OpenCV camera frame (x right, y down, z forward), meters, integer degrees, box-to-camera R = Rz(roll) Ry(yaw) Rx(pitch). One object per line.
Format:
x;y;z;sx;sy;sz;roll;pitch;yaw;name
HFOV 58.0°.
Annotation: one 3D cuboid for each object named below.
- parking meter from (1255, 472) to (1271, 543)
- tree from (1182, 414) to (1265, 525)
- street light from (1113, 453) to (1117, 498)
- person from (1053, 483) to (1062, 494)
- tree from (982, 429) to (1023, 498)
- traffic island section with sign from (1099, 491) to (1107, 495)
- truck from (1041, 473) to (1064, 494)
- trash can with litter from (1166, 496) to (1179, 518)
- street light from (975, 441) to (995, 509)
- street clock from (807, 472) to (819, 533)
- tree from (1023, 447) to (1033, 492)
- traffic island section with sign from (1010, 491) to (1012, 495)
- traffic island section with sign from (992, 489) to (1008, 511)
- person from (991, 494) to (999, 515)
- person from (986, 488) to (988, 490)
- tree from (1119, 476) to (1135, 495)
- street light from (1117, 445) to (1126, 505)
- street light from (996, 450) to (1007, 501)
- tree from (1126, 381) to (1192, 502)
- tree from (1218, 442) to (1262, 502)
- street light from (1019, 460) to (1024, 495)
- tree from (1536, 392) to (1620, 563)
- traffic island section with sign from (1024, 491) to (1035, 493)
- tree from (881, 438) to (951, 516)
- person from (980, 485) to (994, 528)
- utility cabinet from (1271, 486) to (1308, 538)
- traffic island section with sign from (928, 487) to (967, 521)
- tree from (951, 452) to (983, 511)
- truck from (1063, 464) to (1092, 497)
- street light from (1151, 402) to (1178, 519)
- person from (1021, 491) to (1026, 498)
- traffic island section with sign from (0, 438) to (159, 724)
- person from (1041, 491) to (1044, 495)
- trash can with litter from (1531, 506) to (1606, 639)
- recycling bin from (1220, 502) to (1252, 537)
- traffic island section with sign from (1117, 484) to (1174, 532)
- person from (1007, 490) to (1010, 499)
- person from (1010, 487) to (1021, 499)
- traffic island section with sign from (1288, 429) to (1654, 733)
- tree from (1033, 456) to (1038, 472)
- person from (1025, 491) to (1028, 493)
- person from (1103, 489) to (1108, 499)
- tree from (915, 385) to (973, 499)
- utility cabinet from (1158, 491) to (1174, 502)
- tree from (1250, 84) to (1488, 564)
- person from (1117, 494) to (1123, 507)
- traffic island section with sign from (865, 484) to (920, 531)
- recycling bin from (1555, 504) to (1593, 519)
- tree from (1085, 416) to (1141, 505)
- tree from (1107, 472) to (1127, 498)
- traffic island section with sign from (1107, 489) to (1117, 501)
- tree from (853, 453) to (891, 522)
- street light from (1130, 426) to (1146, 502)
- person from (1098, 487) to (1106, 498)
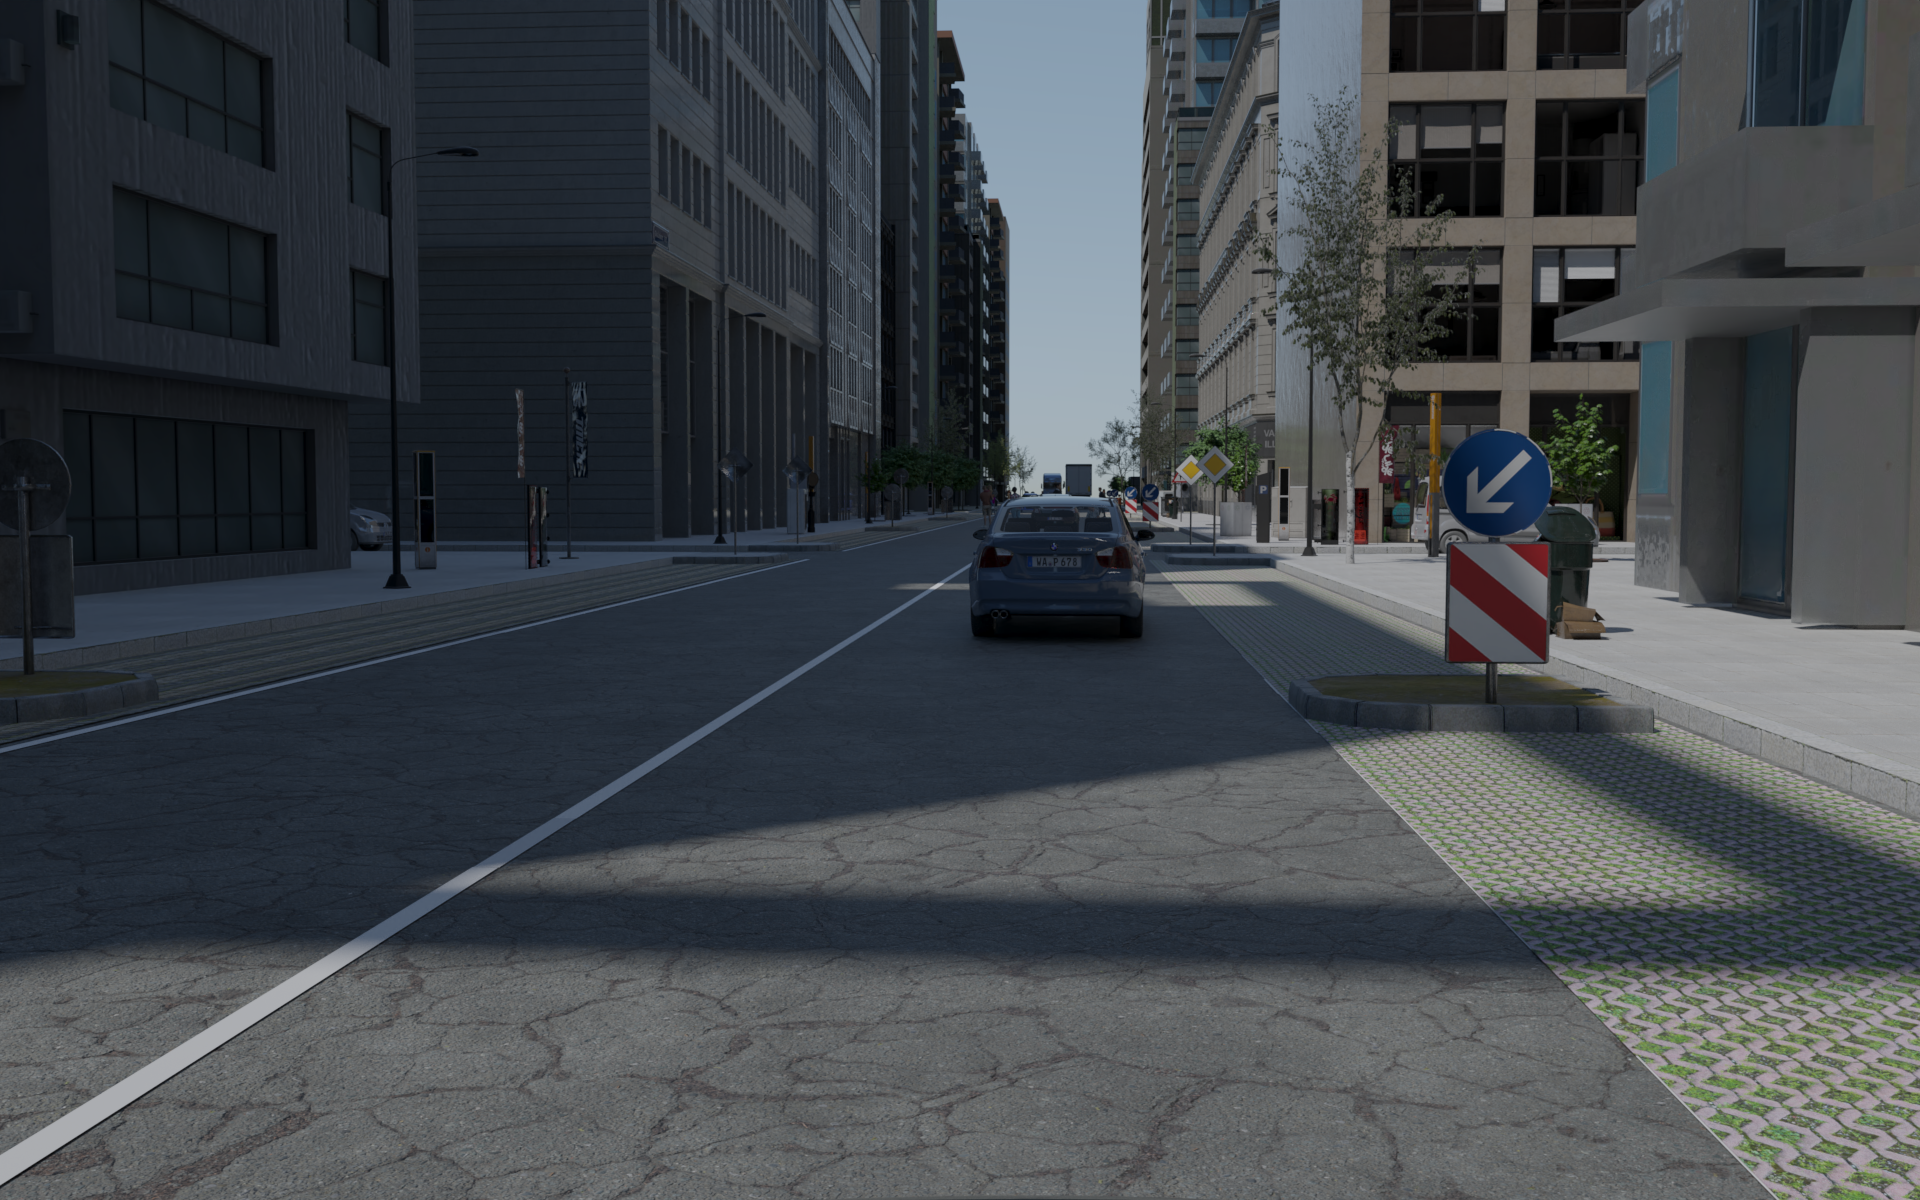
7.929;-2.427;45.395;0.399;1.863;0.255;1;4;10;parking meter
10.843;-5.369;71.504;4.285;4.588;4.351;0;3;0;tree
18.055;-13.606;194.998;1.470;5.913;1.316;0;4;4;street light
4.174;-3.950;72.449;0.474;1.900;0.648;-3;4;-37;person
3.973;-14.930;194.465;4.737;8.622;4.395;0;3;0;tree
12.621;-8.209;142.844;1.989;1.847;2.006;0;4;4;traffic island section with sign
12.103;-14.647;229.238;2.967;4.110;18.799;0;4;2;truck
11.280;-4.965;92.567;0.624;1.170;1.055;-1;4;-17;trash can with litter
2.047;-10.974;151.962;1.470;5.913;1.316;0;4;4;street light
-4.958;-3.247;57.652;0.471;2.002;0.358;-3;5;-40;street clock
5.813;-16.016;212.224;4.737;8.622;4.395;0;3;0;tree
4.844;-9.935;171.063;1.989;1.847;2.006;0;4;4;traffic island section with sign
2.865;-8.245;143.441;1.989;1.847;2.006;0;4;4;traffic island section with sign
2.289;-6.682;120.970;0.991;1.433;0.599;1;4;22;person
1.877;-6.583;116.155;0.581;1.822;0.654;1;4;14;person
18.152;-11.700;185.888;1.663;3.219;1.824;0;3;0;tree
15.970;-11.745;164.568;1.470;5.913;1.316;0;4;4;street light
4.202;-12.835;182.388;1.470;5.913;1.316;0;4;4;street light
12.799;-9.893;112.113;4.360;8.622;3.978;0;3;0;tree
10.292;-4.297;64.855;1.663;3.219;1.824;0;3;0;tree
8.016;-16.075;235.366;1.470;5.913;1.316;0;4;4;street light
11.845;-2.346;32.957;1.663;3.219;1.824;0;3;0;tree
10.695;-14.932;252.771;1.989;1.847;2.006;0;4;4;traffic island section with sign
-3.194;-7.137;100.407;4.285;4.588;4.351;0;3;0;tree
1.176;-3.987;73.661;0.573;1.828;0.580;3;5;39;person
9.642;-2.556;50.471;1.173;1.500;0.318;3;5;45;utility cabinet
-0.664;-5.230;94.135;1.989;1.847;2.006;0;4;4;traffic island section with sign
-1.650;-7.909;113.018;4.285;4.588;4.351;0;3;0;tree
11.330;-10.837;166.099;2.839;4.237;11.283;0;4;3;truck
10.371;-7.055;87.890;1.470;5.913;1.316;0;4;4;street light
6.553;-10.018;173.026;1.217;1.736;0.721;1;4;12;person
-6.571;-0.179;11.555;1.989;1.847;2.006;0;4;4;traffic island section with sign
8.496;-10.308;177.590;0.434;1.755;0.990;2;4;29;person
5.576;-0.262;15.669;0.624;1.170;1.055;0;4;-1;trash can with litter
8.380;-2.450;52.605;0.722;1.027;0.722;-2;4;-24;recycling bin
7.108;-3.501;65.868;1.989;1.847;2.006;0;4;4;traffic island section with sign
3.661;-7.162;126.308;0.721;1.735;1.217;0;4;-7;person
2.176;-3.542;67.254;0.563;1.720;0.643;-2;4;-35;person
3.210;-0.164;11.307;1.989;1.847;2.006;0;4;4;traffic island section with sign
9.204;-18.730;256.589;4.737;8.622;4.395;0;3;0;tree
6.470;-9.880;170.828;0.721;1.735;1.217;-1;4;-20;person
10.650;-7.303;127.933;0.705;1.821;1.348;-1;4;-16;person
-1.044;-10.234;117.680;4.360;8.622;3.978;0;3;0;tree
13.924;-6.652;117.440;1.173;1.500;0.318;2;4;28;utility cabinet
7.196;-4.958;31.429;4.360;8.622;3.978;0;3;0;tree
11.724;-7.072;127.381;0.557;1.426;1.065;3;5;43;person
-2.596;-3.575;67.075;1.989;1.847;2.006;0;4;4;traffic island section with sign
15.504;-1.909;43.774;0.722;1.027;0.722;0;4;-2;recycling bin
19.276;-16.582;205.527;8.767;10.594;7.601;-3;5;-40;tree
23.848;-16.925;260.439;4.285;4.588;4.351;0;3;0;tree
9.081;-5.181;93.336;1.989;1.847;2.006;0;4;4;traffic island section with sign
-3.905;-5.292;81.125;1.663;3.219;1.824;0;3;0;tree
12.534;-8.916;118.315;1.470;5.913;1.316;0;4;4;street light
8.542;-5.934;105.294;0.755;1.850;0.659;-1;4;-11;person
